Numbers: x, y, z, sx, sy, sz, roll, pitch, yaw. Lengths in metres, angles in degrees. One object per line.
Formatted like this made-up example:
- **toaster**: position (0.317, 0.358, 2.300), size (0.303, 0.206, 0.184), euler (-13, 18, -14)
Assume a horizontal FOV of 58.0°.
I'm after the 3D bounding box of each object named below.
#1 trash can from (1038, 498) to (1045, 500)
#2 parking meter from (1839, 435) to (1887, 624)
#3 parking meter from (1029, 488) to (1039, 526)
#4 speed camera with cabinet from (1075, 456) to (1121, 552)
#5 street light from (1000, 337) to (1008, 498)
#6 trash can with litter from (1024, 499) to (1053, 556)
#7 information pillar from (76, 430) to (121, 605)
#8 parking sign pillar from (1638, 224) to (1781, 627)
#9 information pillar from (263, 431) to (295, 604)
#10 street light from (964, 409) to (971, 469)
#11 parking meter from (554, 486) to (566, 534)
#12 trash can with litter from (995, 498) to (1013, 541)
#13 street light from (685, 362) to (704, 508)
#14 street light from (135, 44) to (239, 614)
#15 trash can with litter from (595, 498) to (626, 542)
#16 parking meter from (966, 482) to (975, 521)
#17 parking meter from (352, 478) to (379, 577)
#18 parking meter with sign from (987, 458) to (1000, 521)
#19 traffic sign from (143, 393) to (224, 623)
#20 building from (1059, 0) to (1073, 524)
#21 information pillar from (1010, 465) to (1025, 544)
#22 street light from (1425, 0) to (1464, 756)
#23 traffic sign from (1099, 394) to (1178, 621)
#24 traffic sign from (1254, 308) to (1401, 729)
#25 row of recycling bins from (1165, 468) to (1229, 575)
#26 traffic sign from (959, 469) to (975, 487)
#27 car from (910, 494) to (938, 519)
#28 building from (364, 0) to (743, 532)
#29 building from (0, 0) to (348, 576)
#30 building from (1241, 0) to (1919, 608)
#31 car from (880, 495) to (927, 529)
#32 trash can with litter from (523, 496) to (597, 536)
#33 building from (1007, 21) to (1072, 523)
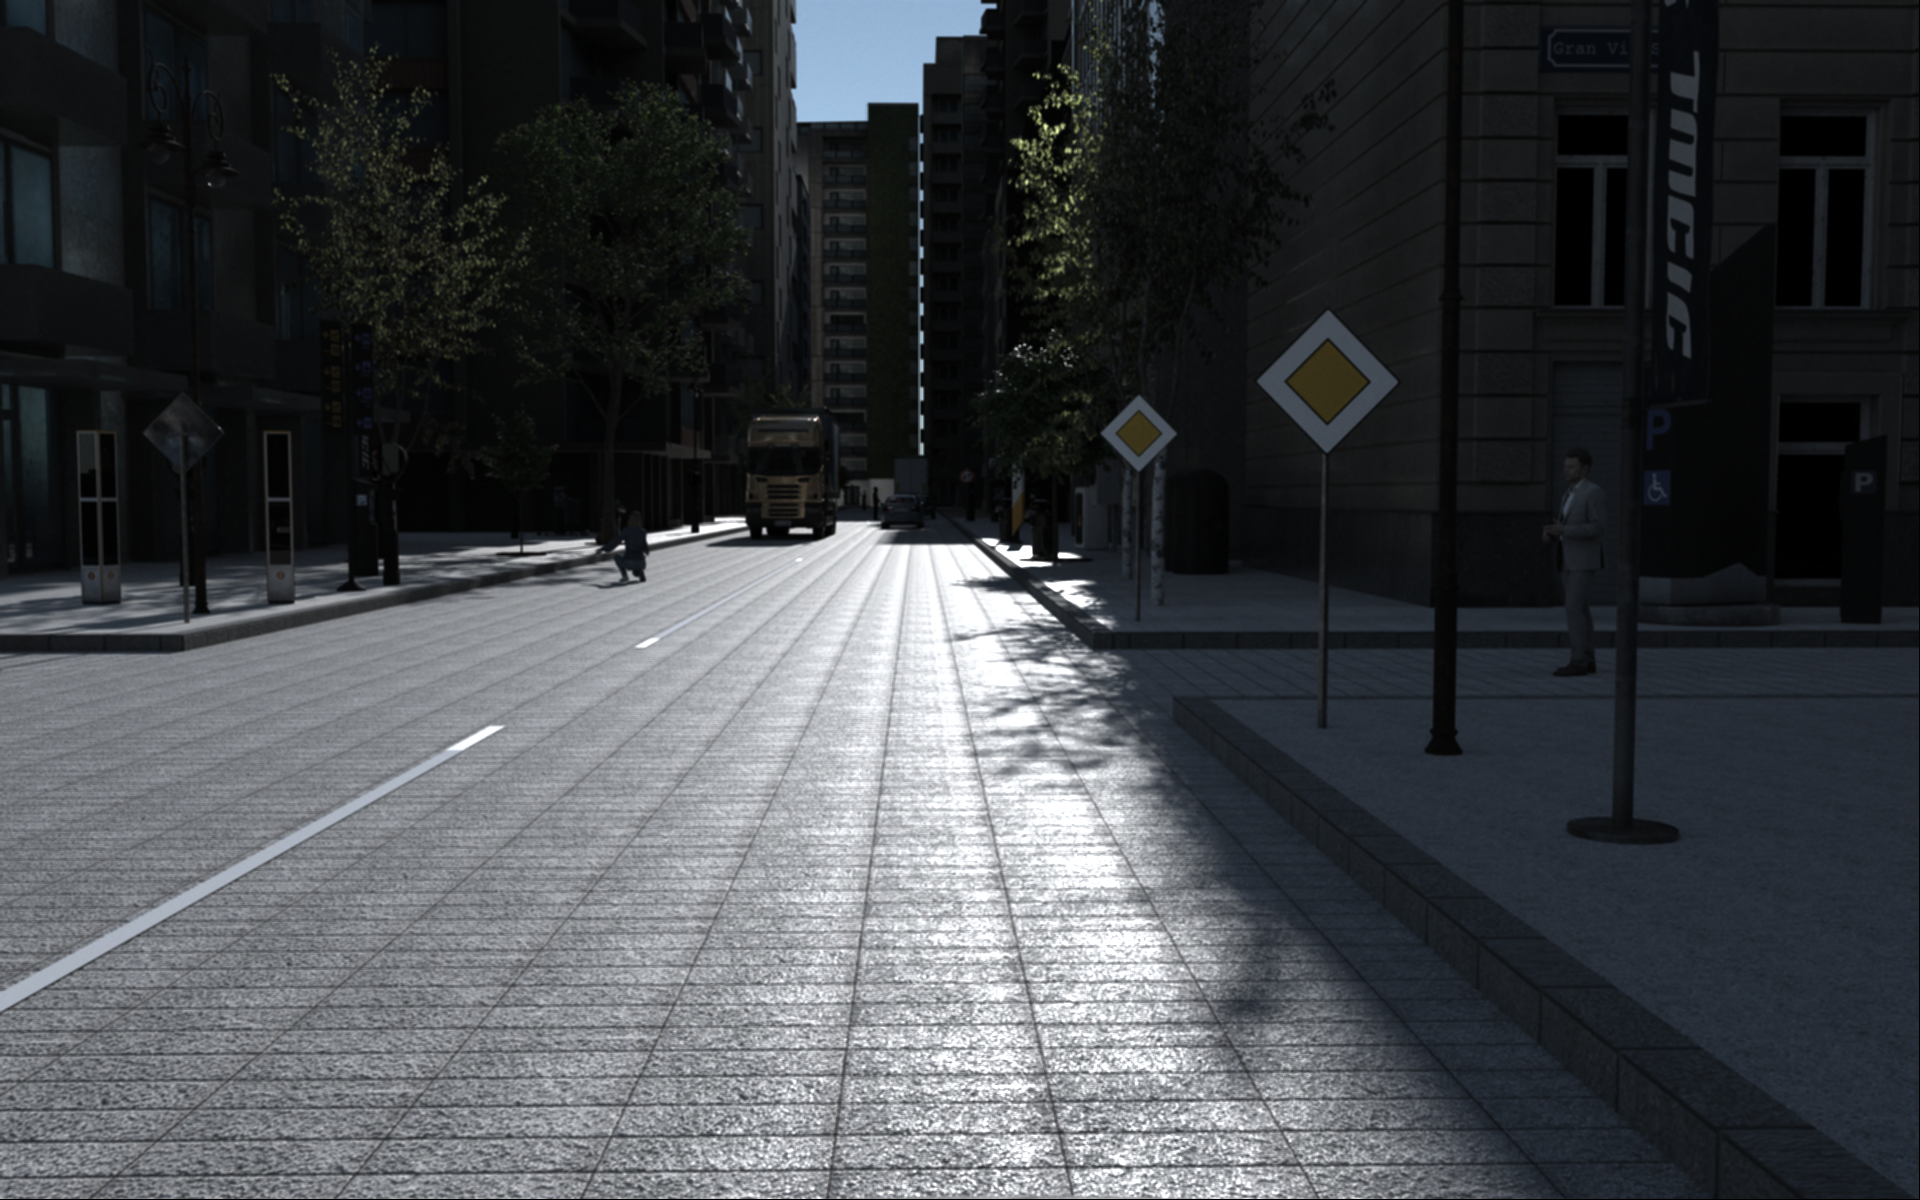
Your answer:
- **trash can**: position (3.140, -3.622, 70.878), size (0.748, 1.137, 0.748), euler (0, 3, 0)
- **parking meter**: position (8.956, -0.703, 17.210), size (0.399, 1.863, 0.255), euler (2, 4, 31)
- **parking meter**: position (2.987, -3.766, 69.981), size (0.372, 1.533, 0.369), euler (0, 3, 0)
- **speed camera with cabinet**: position (3.110, -2.748, 39.261), size (0.660, 3.252, 2.038), euler (-1, 4, -10)
- **street light**: position (1.345, -4.795, 51.183), size (0.468, 5.910, 1.993), euler (0, 4, -1)
- **trash can with litter**: position (1.702, -1.506, 36.010), size (0.624, 1.170, 1.055), euler (1, 4, 10)
- **information pillar**: position (-10.004, -0.956, 20.125), size (0.304, 2.012, 0.304), euler (1, 4, 16)
- **parking sign pillar**: position (7.472, -1.765, 17.327), size (1.447, 3.967, 1.447), euler (-2, 4, -24)
- **information pillar**: position (-7.972, -0.965, 20.278), size (0.304, 2.012, 0.304), euler (-1, 4, -22)
- **street light**: position (0.427, -7.293, 92.022), size (0.468, 5.910, 1.993), euler (0, 4, -1)
- **parking meter**: position (-12.830, -2.881, 55.518), size (0.372, 1.533, 0.369), euler (0, 3, 0)
- **trash can with litter**: position (1.245, -2.175, 46.953), size (0.624, 1.170, 1.055), euler (0, 4, 1)
- **street light**: position (-9.059, -5.288, 59.254), size (0.468, 5.910, 1.993), euler (0, 4, -1)
- **street light**: position (-8.150, -2.791, 18.427), size (0.468, 5.910, 1.993), euler (0, 4, -1)
- **trash can with litter**: position (-9.235, -2.094, 45.626), size (0.624, 1.170, 1.055), euler (0, 4, 5)
- **parking meter**: position (0.516, -4.708, 82.690), size (0.255, 1.863, 0.399), euler (3, 5, 40)
- **parking meter**: position (-9.293, -1.140, 27.055), size (0.372, 1.533, 0.369), euler (0, 3, 0)
- **parking meter with sign**: position (1.632, -5.249, 82.083), size (0.543, 3.016, 1.738), euler (0, 4, -5)
- **traffic sign**: position (-7.703, -0.829, 17.204), size (0.795, 2.450, 0.064), euler (0, 4, -1)
- **building**: position (11.197, -16.951, 64.546), size (14.401, 28.519, 23.554), euler (0, 4, -1)
- **information pillar**: position (1.506, -3.275, 44.905), size (0.183, 3.616, 0.504), euler (-2, 4, -31)
- **street light**: position (2.396, -2.178, 8.405), size (0.468, 5.910, 1.993), euler (0, 4, -1)
- **traffic sign**: position (1.789, -0.842, 17.414), size (0.795, 2.450, 0.064), euler (0, 4, -1)
- **traffic sign**: position (1.983, -0.354, 9.431), size (0.795, 2.450, 0.064), euler (0, 4, -1)
- **row of recycling bins**: position (3.940, -1.355, 29.265), size (1.069, 1.692, 3.534), euler (0, 4, 4)
- **traffic sign**: position (0.349, -5.287, 86.548), size (0.768, 2.556, 0.104), euler (0, 4, 5)
- **car**: position (-2.306, -5.364, 99.503), size (2.131, 1.459, 4.920), euler (0, 4, -1)
- **building**: position (-20.747, -25.410, 70.081), size (22.147, 44.769, 28.867), euler (0, 4, -1)
- **building**: position (-25.069, -25.238, 32.243), size (23.786, 49.044, 30.456), euler (0, 4, -1)
- **building**: position (17.277, -13.905, 24.617), size (25.104, 27.353, 12.463), euler (0, 4, -1)
- **car**: position (-2.410, -3.744, 73.221), size (2.014, 1.417, 4.499), euler (0, 4, 0)
- **trash can with litter**: position (-12.264, -2.578, 53.202), size (2.233, 1.210, 1.678), euler (0, 4, 1)
- **building**: position (8.845, -15.611, 84.922), size (12.332, 23.373, 15.834), euler (0, 4, -1)
